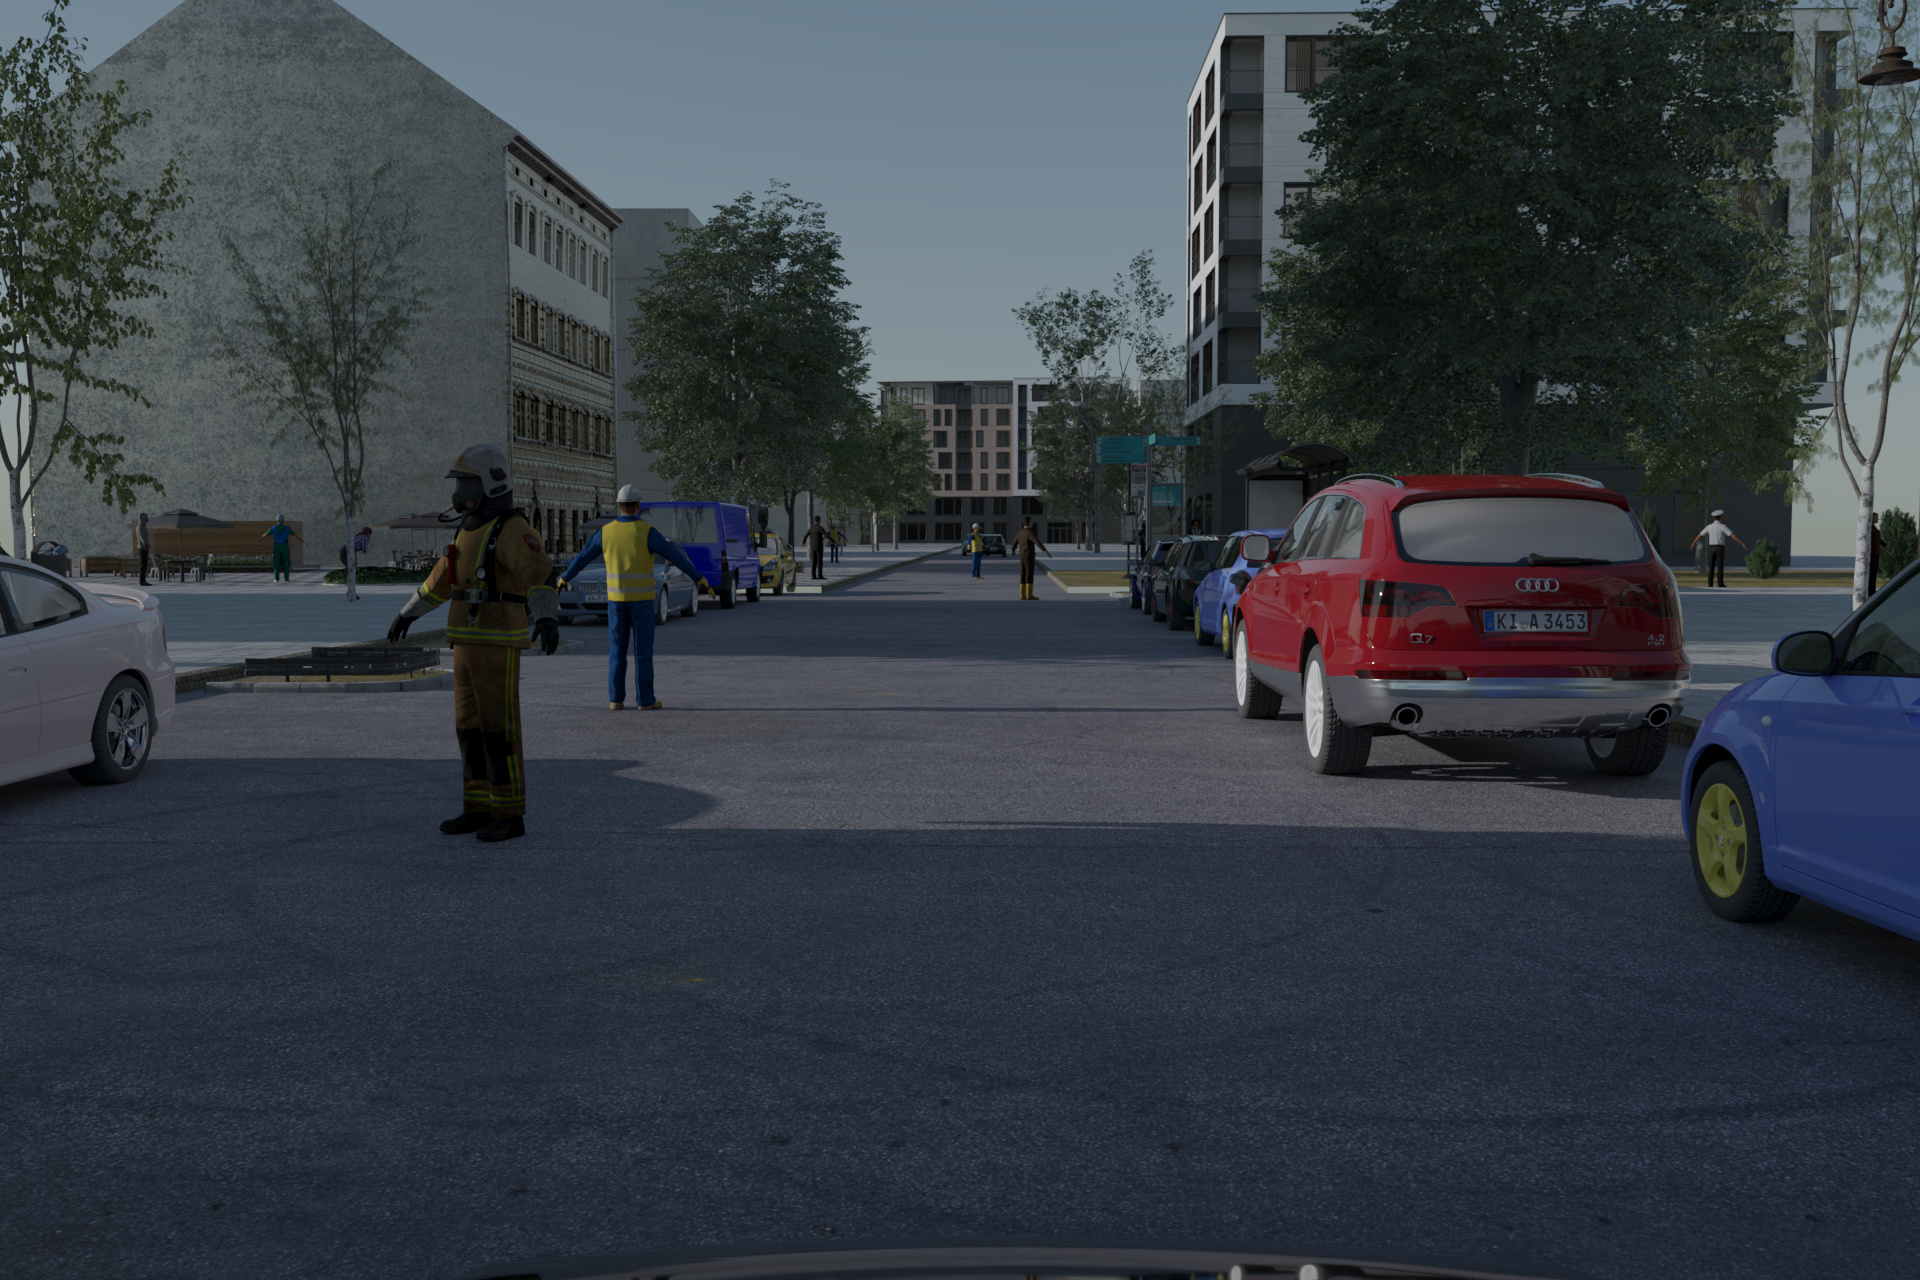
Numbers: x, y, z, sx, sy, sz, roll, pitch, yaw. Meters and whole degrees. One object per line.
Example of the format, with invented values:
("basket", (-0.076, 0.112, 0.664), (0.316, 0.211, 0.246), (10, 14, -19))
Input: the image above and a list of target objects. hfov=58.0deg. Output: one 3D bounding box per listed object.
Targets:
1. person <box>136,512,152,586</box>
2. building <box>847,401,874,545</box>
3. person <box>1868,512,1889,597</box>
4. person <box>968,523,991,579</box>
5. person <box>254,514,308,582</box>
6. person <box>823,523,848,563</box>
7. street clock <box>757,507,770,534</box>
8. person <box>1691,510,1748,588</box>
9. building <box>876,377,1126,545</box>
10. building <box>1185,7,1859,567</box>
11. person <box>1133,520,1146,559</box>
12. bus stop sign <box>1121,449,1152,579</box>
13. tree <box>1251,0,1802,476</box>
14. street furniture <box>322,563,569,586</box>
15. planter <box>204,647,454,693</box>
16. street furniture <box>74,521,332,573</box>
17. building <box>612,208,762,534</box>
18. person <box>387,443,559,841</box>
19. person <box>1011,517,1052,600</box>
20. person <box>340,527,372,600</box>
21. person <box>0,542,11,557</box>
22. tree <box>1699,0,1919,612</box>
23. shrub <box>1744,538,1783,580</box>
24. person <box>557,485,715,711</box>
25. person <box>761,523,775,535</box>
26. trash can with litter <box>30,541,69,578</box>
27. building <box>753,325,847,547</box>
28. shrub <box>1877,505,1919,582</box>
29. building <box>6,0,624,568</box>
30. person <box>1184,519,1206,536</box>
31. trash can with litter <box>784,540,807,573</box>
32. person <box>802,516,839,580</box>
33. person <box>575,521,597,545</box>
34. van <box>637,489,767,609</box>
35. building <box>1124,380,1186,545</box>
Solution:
("person", (-20.147, -2.243, 42.803), (0.705, 1.813, 1.348), (-2, 4, -24))
("building", (-20.518, -22.988, 206.790), (19.493, 23.208, 18.063), (0, 4, 2))
("person", (18.768, -1.753, 35.475), (1.215, 1.729, 0.721), (-3, 5, -45))
("person", (0.598, -2.829, 55.169), (0.721, 1.772, 1.216), (2, 4, 35))
("person", (-18.283, -2.479, 46.654), (1.347, 1.817, 0.704), (-1, 4, -20))
("person", (-5.548, -4.305, 76.846), (1.216, 1.772, 0.721), (1, 4, 11))
("street clock", (-5.197, -2.520, 45.772), (0.358, 2.002, 0.471), (0, 4, 1))
("person", (18.194, -2.190, 41.599), (0.704, 1.855, 1.343), (-3, 5, -43))
("building", (6.262, -24.004, 238.898), (32.646, 21.610, 27.936), (0, 4, 6))
("building", (24.721, -14.694, 84.220), (27.936, 21.610, 32.646), (0, 4, 2))
("person", (7.390, -3.901, 69.558), (1.354, 1.856, 0.705), (-3, 5, -45))
("bus stop sign", (5.052, -3.724, 49.598), (0.855, 3.939, 0.416), (0, 4, 2))
("tree", (9.957, -7.615, 31.154), (9.857, 13.997, 8.962), (0, 3, 0))
("street furniture", (-11.507, -1.877, 46.314), (10.072, 0.657, 5.734), (-1, 4, -9))
("planter", (-5.822, 0.278, 16.601), (1.991, 0.319, 1.994), (0, 4, 1))
("street furniture", (-26.827, -3.209, 59.326), (9.812, 1.723, 11.010), (-1, 4, -9))
("building", (-22.927, -14.903, 110.117), (16.747, 18.905, 31.486), (0, 4, 1))
("person", (-2.261, 0.002, 8.194), (1.354, 1.858, 0.705), (3, 5, 42))
("person", (1.493, -1.781, 37.708), (0.704, 1.812, 1.346), (-3, 4, -36))
("person", (-11.799, -1.504, 33.871), (0.421, 1.427, 0.697), (2, 4, 35))
("person", (-13.063, -0.876, 23.531), (0.599, 1.438, 0.989), (0, 4, 3))
("tree", (9.469, -4.154, 18.279), (4.360, 8.622, 3.978), (0, 3, 0))
("shrub", (22.688, -2.311, 48.896), (1.383, 1.207, 1.383), (0, 3, 0))
("person", (-2.679, -0.350, 14.146), (1.349, 1.833, 0.705), (0, 4, 7))
("person", (-8.068, -4.040, 71.917), (1.347, 1.847, 0.705), (-2, 4, -35))
("trash can with litter", (-8.804, -0.385, 17.358), (1.678, 1.210, 2.233), (0, 4, 1))
("building", (-21.678, -21.064, 175.319), (19.493, 23.208, 18.063), (0, 4, 2))
("shrub", (25.185, -2.607, 46.671), (1.661, 2.075, 1.752), (0, 3, 0))
("building", (-26.068, -14.897, 74.496), (19.493, 23.208, 18.063), (0, 4, 1))
("person", (8.623, -3.496, 63.301), (1.345, 1.843, 0.704), (-1, 4, -11))
("trash can with litter", (-5.622, -2.835, 57.740), (1.055, 1.170, 0.624), (0, 4, 2))
("person", (-3.994, -2.606, 48.829), (1.346, 1.802, 0.704), (3, 4, 38))
("person", (-15.115, -3.956, 70.862), (1.347, 1.806, 0.705), (-2, 4, -29))
("van", (-5.212, -1.863, 34.840), (2.240, 2.365, 5.245), (0, 4, 1))
("building", (29.141, -20.807, 206.649), (16.747, 18.905, 31.486), (0, 4, 1))
